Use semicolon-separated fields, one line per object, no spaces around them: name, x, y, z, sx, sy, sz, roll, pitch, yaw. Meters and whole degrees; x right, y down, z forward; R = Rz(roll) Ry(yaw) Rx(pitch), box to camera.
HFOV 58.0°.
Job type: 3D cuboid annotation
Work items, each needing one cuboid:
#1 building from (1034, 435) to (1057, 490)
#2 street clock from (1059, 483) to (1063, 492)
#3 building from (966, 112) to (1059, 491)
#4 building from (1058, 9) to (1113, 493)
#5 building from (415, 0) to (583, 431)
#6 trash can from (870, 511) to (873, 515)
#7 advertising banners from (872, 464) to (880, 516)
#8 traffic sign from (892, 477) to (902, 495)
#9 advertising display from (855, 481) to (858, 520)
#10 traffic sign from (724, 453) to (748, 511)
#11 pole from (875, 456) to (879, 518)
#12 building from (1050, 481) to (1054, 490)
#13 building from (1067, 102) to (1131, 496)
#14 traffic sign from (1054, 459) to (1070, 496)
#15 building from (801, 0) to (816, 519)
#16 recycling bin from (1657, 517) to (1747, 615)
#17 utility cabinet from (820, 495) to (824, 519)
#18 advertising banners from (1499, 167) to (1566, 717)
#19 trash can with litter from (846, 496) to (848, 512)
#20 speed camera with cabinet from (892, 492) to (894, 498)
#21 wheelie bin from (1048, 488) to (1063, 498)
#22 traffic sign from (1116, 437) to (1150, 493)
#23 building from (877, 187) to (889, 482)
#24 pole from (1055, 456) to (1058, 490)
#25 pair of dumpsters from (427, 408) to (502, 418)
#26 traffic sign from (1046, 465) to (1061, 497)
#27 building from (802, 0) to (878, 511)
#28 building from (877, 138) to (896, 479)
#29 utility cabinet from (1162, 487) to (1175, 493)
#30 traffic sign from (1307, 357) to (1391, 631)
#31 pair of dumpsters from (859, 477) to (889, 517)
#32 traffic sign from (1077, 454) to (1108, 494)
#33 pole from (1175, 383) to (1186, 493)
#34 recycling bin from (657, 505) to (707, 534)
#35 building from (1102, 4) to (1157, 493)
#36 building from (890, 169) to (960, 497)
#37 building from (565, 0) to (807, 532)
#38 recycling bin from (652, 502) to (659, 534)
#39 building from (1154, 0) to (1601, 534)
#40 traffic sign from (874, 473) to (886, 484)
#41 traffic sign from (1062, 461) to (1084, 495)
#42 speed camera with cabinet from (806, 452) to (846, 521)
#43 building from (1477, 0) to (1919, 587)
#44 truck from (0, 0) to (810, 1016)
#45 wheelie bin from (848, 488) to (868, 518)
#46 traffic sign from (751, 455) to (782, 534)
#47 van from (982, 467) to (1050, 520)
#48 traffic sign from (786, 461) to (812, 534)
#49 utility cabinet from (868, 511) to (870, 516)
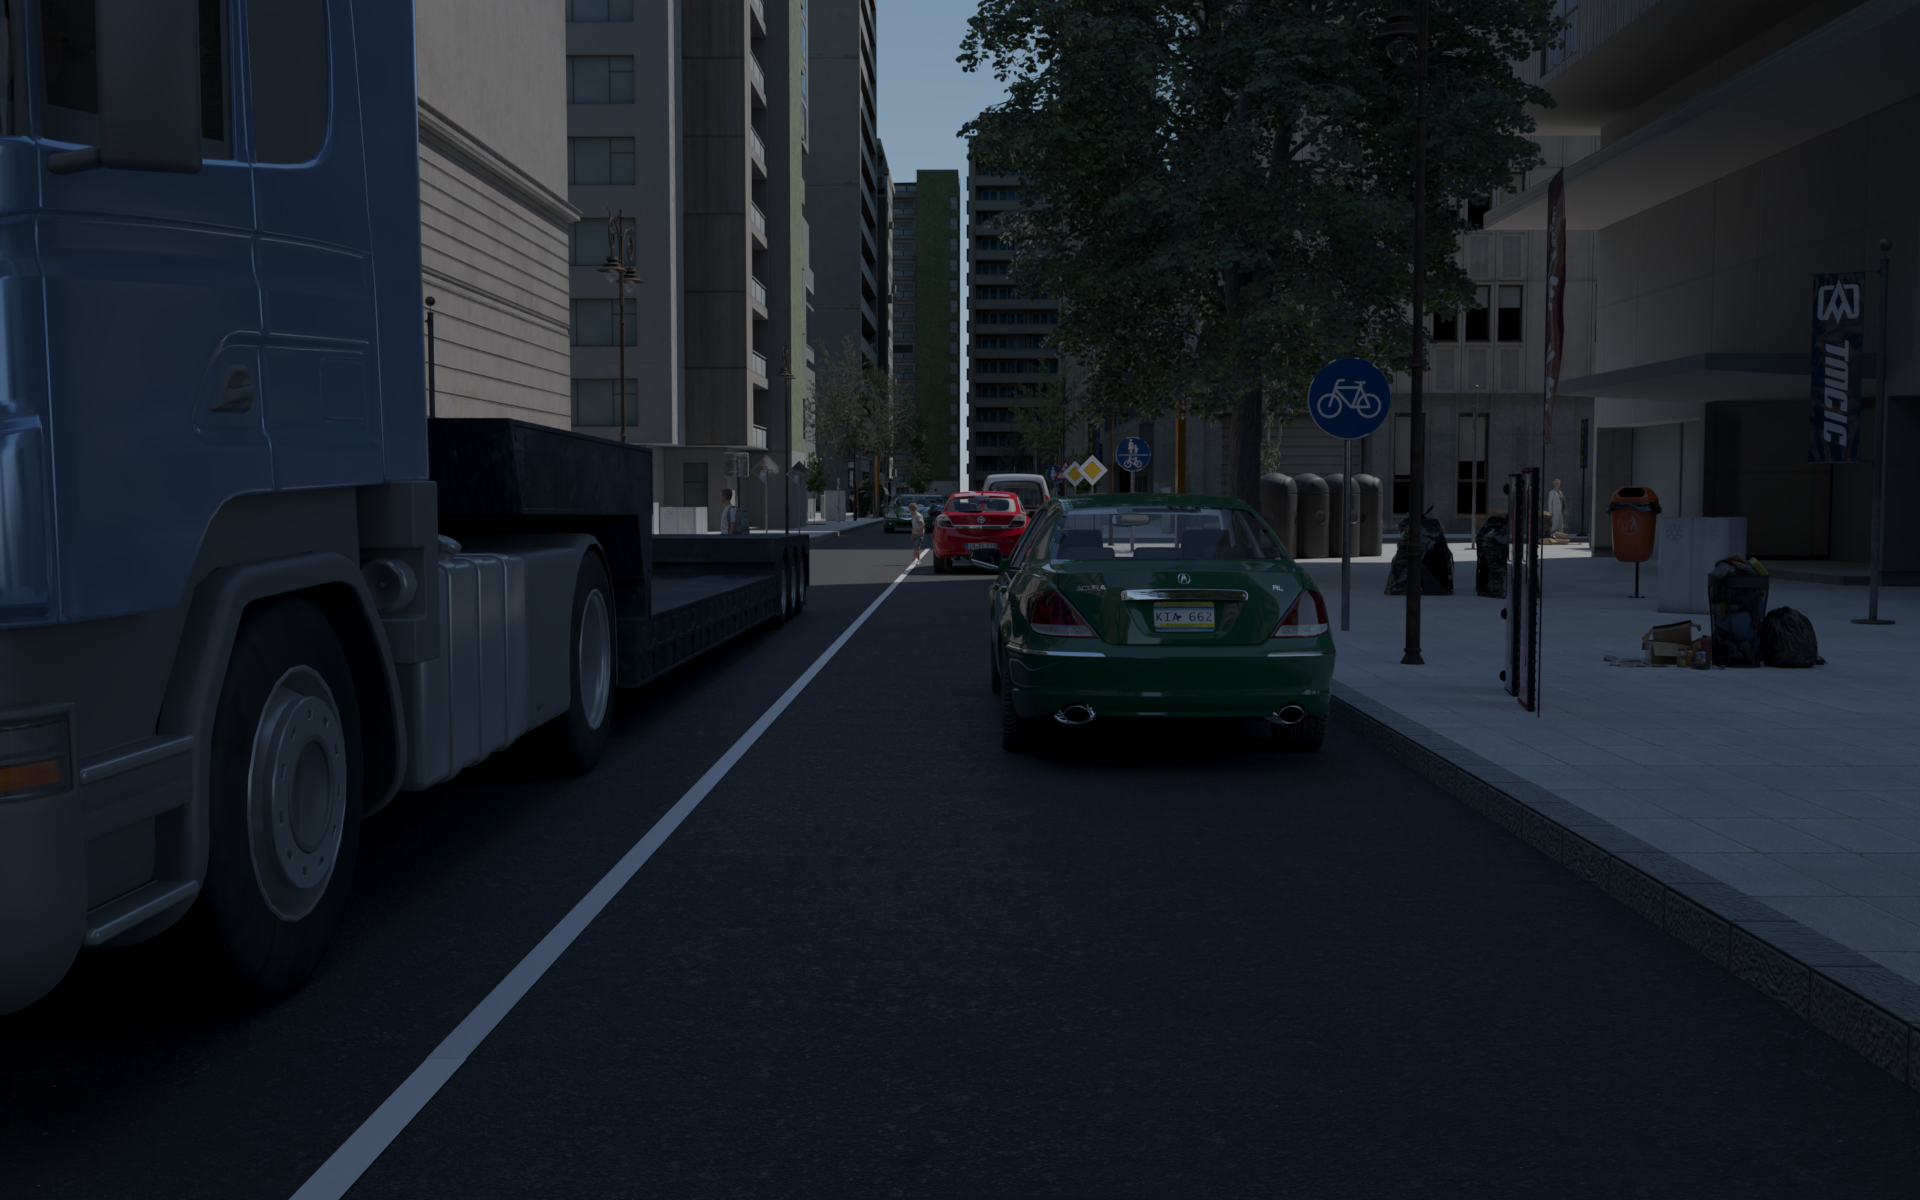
building;19.522;-53.221;182.837;22.319;86.520;31.000;0;4;1
street clock;6.423;-6.405;109.291;0.358;2.002;0.471;-2;4;-25
building;11.661;-36.666;223.183;21.600;48.544;21.300;0;4;1
building;14.964;-27.942;140.444;14.154;41.232;14.086;0;4;1
building;-20.673;-11.763;34.132;24.055;21.916;13.314;0;4;1
trash can;-5.676;-5.929;108.590;0.748;1.137;0.748;0;3;0
advertising banners;-4.973;-6.455;101.729;0.090;3.025;2.074;1;4;12
traffic sign;-4.680;-7.727;126.342;0.884;2.594;0.081;0;4;5
advertising display;-5.125;-4.913;85.546;0.123;1.923;0.974;0;4;1
traffic sign;-5.517;-2.479;42.662;0.606;2.300;0.079;0;4;5
pole;-4.421;-6.032;92.471;0.158;3.312;0.155;0;3;0
building;18.865;-43.948;156.801;20.563;71.187;20.611;0;4;1
building;17.253;-18.681;109.956;19.350;26.468;34.151;0;4;1
traffic sign;3.957;-3.963;64.798;0.884;2.594;0.081;0;4;8
building;-18.799;-47.837;94.814;22.319;86.520;31.000;0;4;1
recycling bin;8.034;-0.379;18.751;0.722;1.027;0.722;3;5;40
utility cabinet;-6.808;-4.838;90.265;0.306;1.237;1.020;3;5;41
advertising banners;3.417;-0.867;10.364;0.090;3.025;2.074;1;4;11
trash can with litter;-8.011;-6.365;115.452;1.055;1.170;0.624;2;4;33
speed camera with cabinet;-5.859;-8.136;127.352;2.038;3.252;0.660;0;4;1
wheelie bin;5.159;-5.225;93.342;0.693;1.594;0.980;-3;4;-38
traffic sign;3.852;-2.357;38.642;0.768;2.556;0.104;0;4;2
building;-13.779;-23.520;156.250;14.160;30.474;14.107;0;4;1
pole;5.081;-5.962;91.320;0.158;3.312;0.155;0;3;0
pair of dumpsters;-5.740;-0.965;18.269;1.574;2.255;4.437;0;4;1
traffic sign;4.163;-4.629;75.784;0.768;2.556;0.104;0;4;5
building;-17.835;-31.426;137.514;21.300;48.544;21.600;0;4;1
building;-19.045;-30.117;184.297;23.993;40.220;32.217;0;4;1
utility cabinet;6.820;-2.926;56.513;0.318;1.500;1.173;1;4;17
traffic sign;3.621;-0.984;16.199;0.768;2.556;0.104;0;4;4
pair of dumpsters;-4.836;-5.759;96.651;1.574;2.255;4.437;0;4;0
traffic sign;3.362;-2.471;44.044;0.795;2.450;0.064;0;4;1
pole;3.998;-2.297;31.391;0.158;3.312;0.155;0;3;0
recycling bin;-5.305;-1.269;33.300;0.722;1.027;0.722;1;4;10
building;14.562;-17.578;80.916;14.314;27.812;24.014;0;4;1
building;-6.962;-32.852;220.720;14.086;41.232;14.154;0;4;1
building;-13.200;-23.068;60.764;14.154;41.232;14.086;0;4;1
recycling bin;-9.477;-2.415;52.045;0.722;1.027;0.722;0;4;2
building;17.369;-14.819;60.316;19.932;24.808;12.078;0;4;1
traffic sign;-4.795;-6.292;102.975;0.768;2.556;0.104;0;4;5
traffic sign;3.455;-2.959;52.029;0.795;2.450;0.064;0;4;1
speed camera with cabinet;-6.489;-5.398;82.597;2.038;3.252;0.660;-1;4;-10
building;23.847;-26.437;21.484;28.713;52.752;27.495;0;4;1
truck;-3.071;-1.355;11.910;2.967;4.110;18.799;0;3;0
wheelie bin;-5.355;-5.228;93.389;0.980;1.594;0.693;-3;4;-38
traffic sign;-4.931;-2.478;44.161;0.795;2.450;0.064;0;4;1
van;1.182;-1.874;37.656;2.013;2.044;4.112;0;4;1
traffic sign;-4.838;-2.967;52.145;0.795;2.450;0.064;0;4;1
utility cabinet;-5.778;-5.638;103.342;0.306;1.237;1.020;2;4;30
